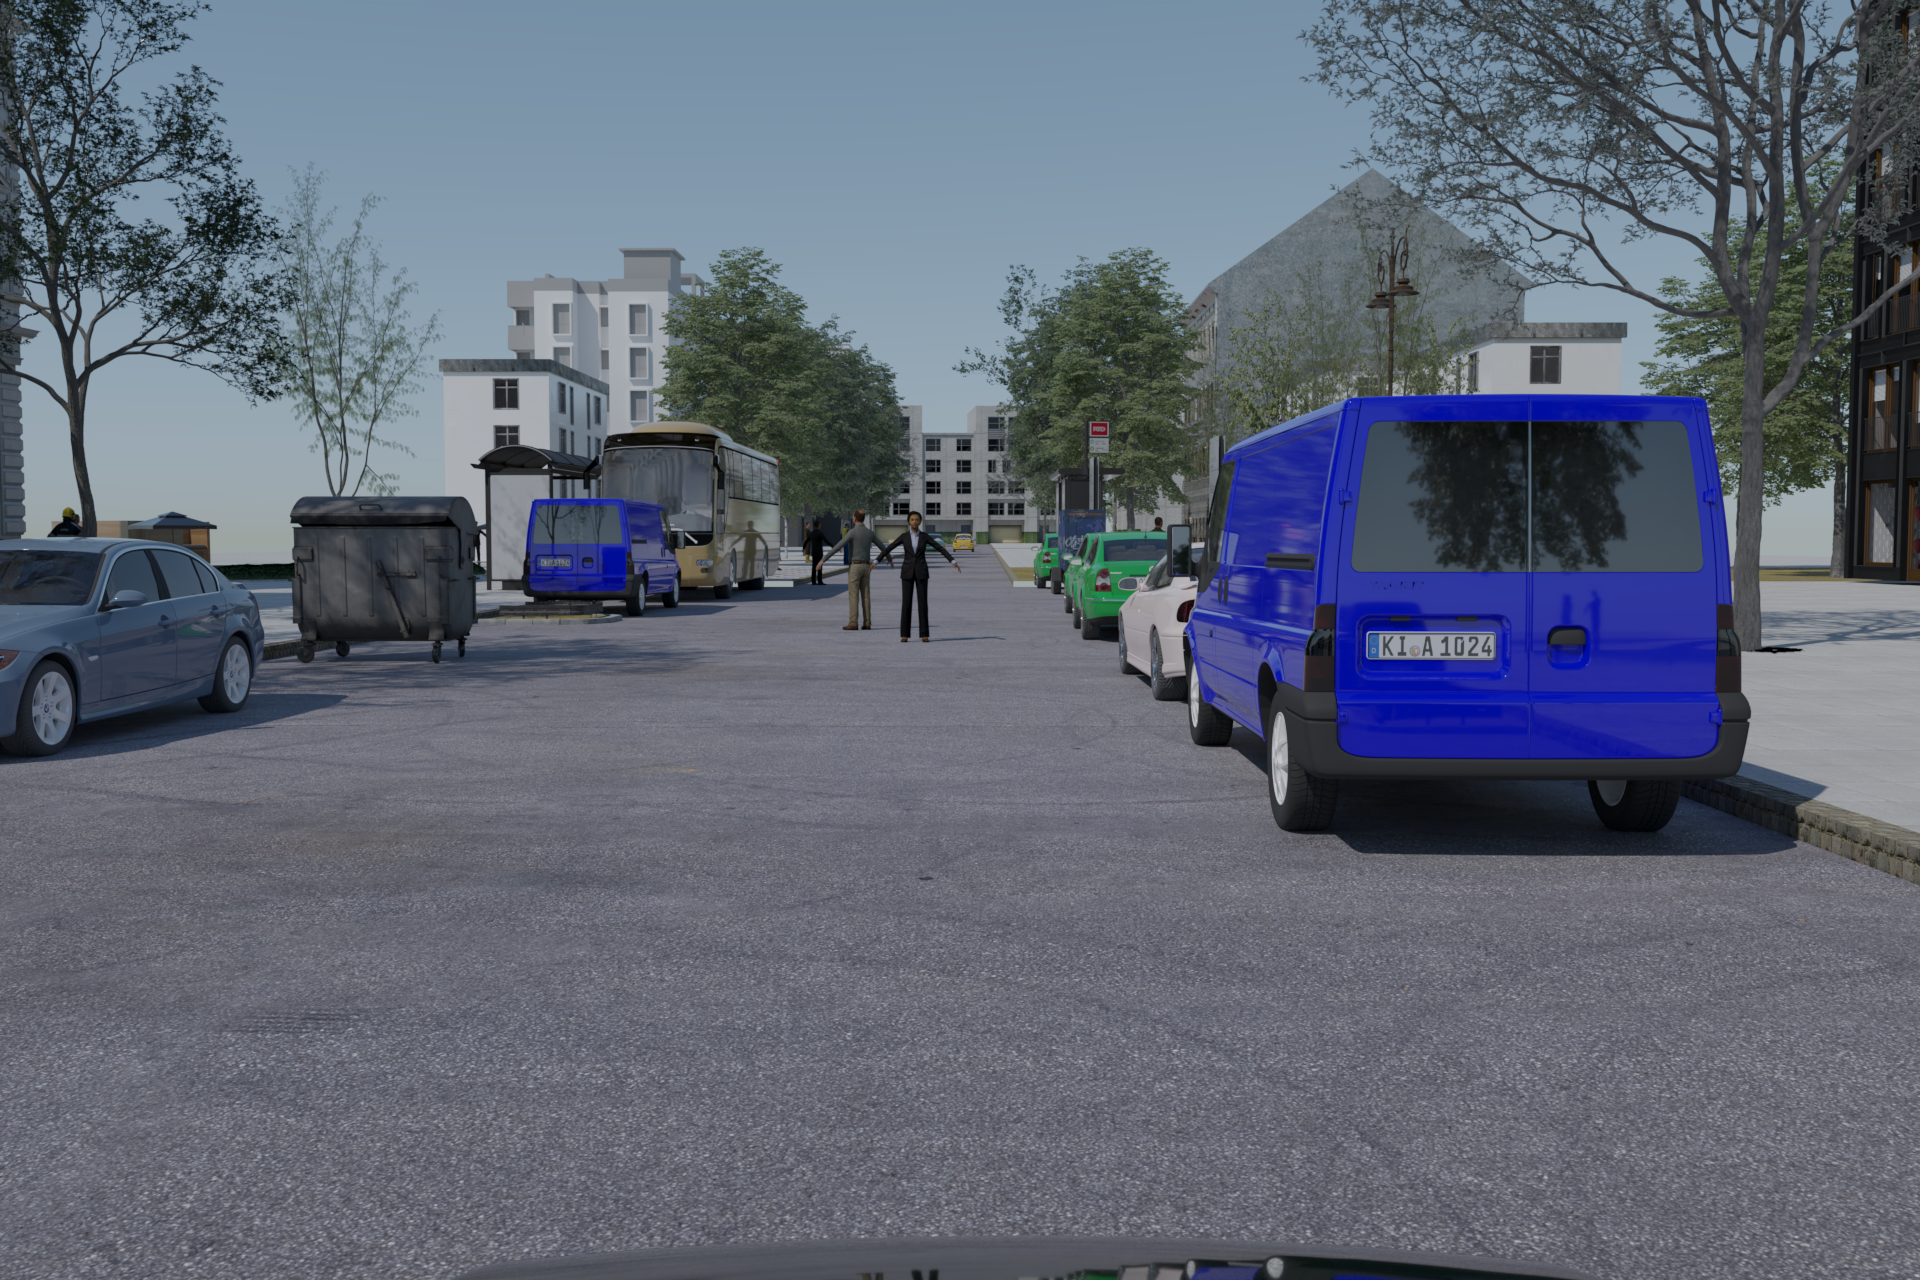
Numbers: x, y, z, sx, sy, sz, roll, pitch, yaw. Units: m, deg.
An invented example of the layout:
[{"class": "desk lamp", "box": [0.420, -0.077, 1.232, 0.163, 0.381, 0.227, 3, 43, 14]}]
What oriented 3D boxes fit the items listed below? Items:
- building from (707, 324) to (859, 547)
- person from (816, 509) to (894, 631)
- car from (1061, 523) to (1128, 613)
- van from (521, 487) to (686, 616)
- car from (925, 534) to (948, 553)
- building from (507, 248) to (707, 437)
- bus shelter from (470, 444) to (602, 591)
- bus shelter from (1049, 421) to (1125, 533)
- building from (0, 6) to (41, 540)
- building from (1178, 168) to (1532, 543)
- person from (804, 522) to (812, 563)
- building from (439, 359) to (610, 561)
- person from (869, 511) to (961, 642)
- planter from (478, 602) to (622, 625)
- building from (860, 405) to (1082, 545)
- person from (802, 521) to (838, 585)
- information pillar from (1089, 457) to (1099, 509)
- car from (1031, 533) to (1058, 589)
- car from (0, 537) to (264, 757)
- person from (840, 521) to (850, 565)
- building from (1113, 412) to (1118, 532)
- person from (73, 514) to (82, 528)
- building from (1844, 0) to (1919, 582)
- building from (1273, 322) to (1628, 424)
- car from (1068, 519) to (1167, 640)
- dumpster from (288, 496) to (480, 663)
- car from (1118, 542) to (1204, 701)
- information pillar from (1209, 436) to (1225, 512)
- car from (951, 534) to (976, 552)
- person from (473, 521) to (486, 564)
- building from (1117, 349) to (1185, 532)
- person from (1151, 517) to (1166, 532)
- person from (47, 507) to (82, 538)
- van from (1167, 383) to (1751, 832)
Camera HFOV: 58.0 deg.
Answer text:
[{"class": "building", "box": [-25.879, -20.844, 184.773, 27.936, 21.610, 32.646, 0, 4, 2]}, {"class": "person", "box": [-1.516, -1.046, 25.838, 1.348, 1.796, 0.705, -3, 4, -36]}, {"class": "car", "box": [2.767, -1.290, 29.893, 1.959, 1.807, 4.718, 0, 3, 0]}, {"class": "van", "box": [-6.451, -1.684, 31.913, 2.240, 2.365, 5.245, 0, 4, 0]}, {"class": "car", "box": [-1.881, -6.479, 117.731, 2.131, 1.459, 4.920, 0, 4, 1]}, {"class": "building", "box": [-23.937, -15.867, 115.840, 16.016, 20.090, 11.380, 0, 4, 1]}, {"class": "bus shelter", "box": [-9.987, -2.930, 41.822, 2.014, 3.302, 5.546, 0, 4, 1]}, {"class": "bus shelter", "box": [4.212, -4.981, 59.074, 2.179, 5.291, 8.768, 0, 4, 0]}, {"class": "building", "box": [-31.062, -12.913, 38.843, 11.050, 23.595, 19.941, 0, 4, 1]}, {"class": "building", "box": [24.904, -17.287, 113.579, 19.493, 23.208, 18.063, 0, 4, 1]}, {"class": "person", "box": [-6.761, -4.359, 77.408, 0.704, 1.812, 1.346, 1, 4, 9]}, {"class": "building", "box": [-24.169, -9.480, 97.141, 9.099, 9.664, 28.070, 0, 4, 0]}, {"class": "person", "box": [-0.597, -0.837, 22.870, 1.216, 1.740, 0.721, 0, 4, -1]}, {"class": "planter", "box": [-6.615, -0.438, 28.307, 1.991, 0.319, 1.994, 0, 4, 1]}, {"class": "building", "box": [1.593, -22.994, 244.867, 31.486, 18.905, 16.747, 0, 4, -4]}, {"class": "person", "box": [-3.977, -2.437, 48.528, 1.346, 1.802, 0.704, 3, 5, 39]}, {"class": "information pillar", "box": [4.128, -3.797, 53.390, 0.184, 3.620, 1.656, 0, 4, 0]}, {"class": "car", "box": [2.917, -2.326, 46.819, 1.959, 1.807, 4.718, 0, 4, 1]}, {"class": "car", "box": [-6.699, -0.042, 12.685, 2.014, 1.417, 4.499, 0, 4, 1]}, {"class": "person", "box": [-4.603, -3.975, 70.966, 0.705, 1.833, 1.349, -2, 4, -34]}, {"class": "building", "box": [28.118, -22.845, 204.450, 19.493, 23.208, 18.063, 0, 4, 0]}, {"class": "person", "box": [-23.155, -2.401, 45.436, 1.348, 1.807, 0.705, 1, 4, 18]}, {"class": "building", "box": [29.469, -12.758, 37.258, 12.332, 23.479, 15.834, 0, 4, 1]}, {"class": "building", "box": [21.940, -8.605, 82.839, 9.099, 9.664, 28.070, 0, 4, 0]}, {"class": "car", "box": [2.558, -0.979, 24.809, 1.959, 1.807, 4.718, 0, 4, 1]}, {"class": "dumpster", "box": [-6.511, -0.699, 19.639, 1.865, 1.857, 1.264, 0, 4, 0]}, {"class": "car", "box": [2.581, -0.240, 16.281, 2.083, 1.381, 4.827, 0, 4, 0]}, {"class": "information pillar", "box": [6.243, -3.108, 42.124, 0.184, 3.620, 1.656, 0, 4, 1]}, {"class": "car", "box": [0.290, -7.839, 138.392, 2.015, 1.641, 3.980, 0, 3, 0]}, {"class": "person", "box": [-20.102, -4.033, 71.871, 1.347, 1.837, 0.705, 0, 4, -4]}, {"class": "building", "box": [25.100, -18.683, 171.919, 16.747, 18.905, 31.486, 0, 4, 1]}, {"class": "person", "box": [4.291, -1.752, 37.325, 1.346, 1.802, 0.704, 3, 5, 43]}, {"class": "person", "box": [-19.098, -1.921, 37.179, 1.351, 1.858, 0.704, 0, 4, 6]}, {"class": "van", "box": [2.486, -0.343, 9.999, 2.240, 2.365, 5.245, 0, 4, 1]}]
